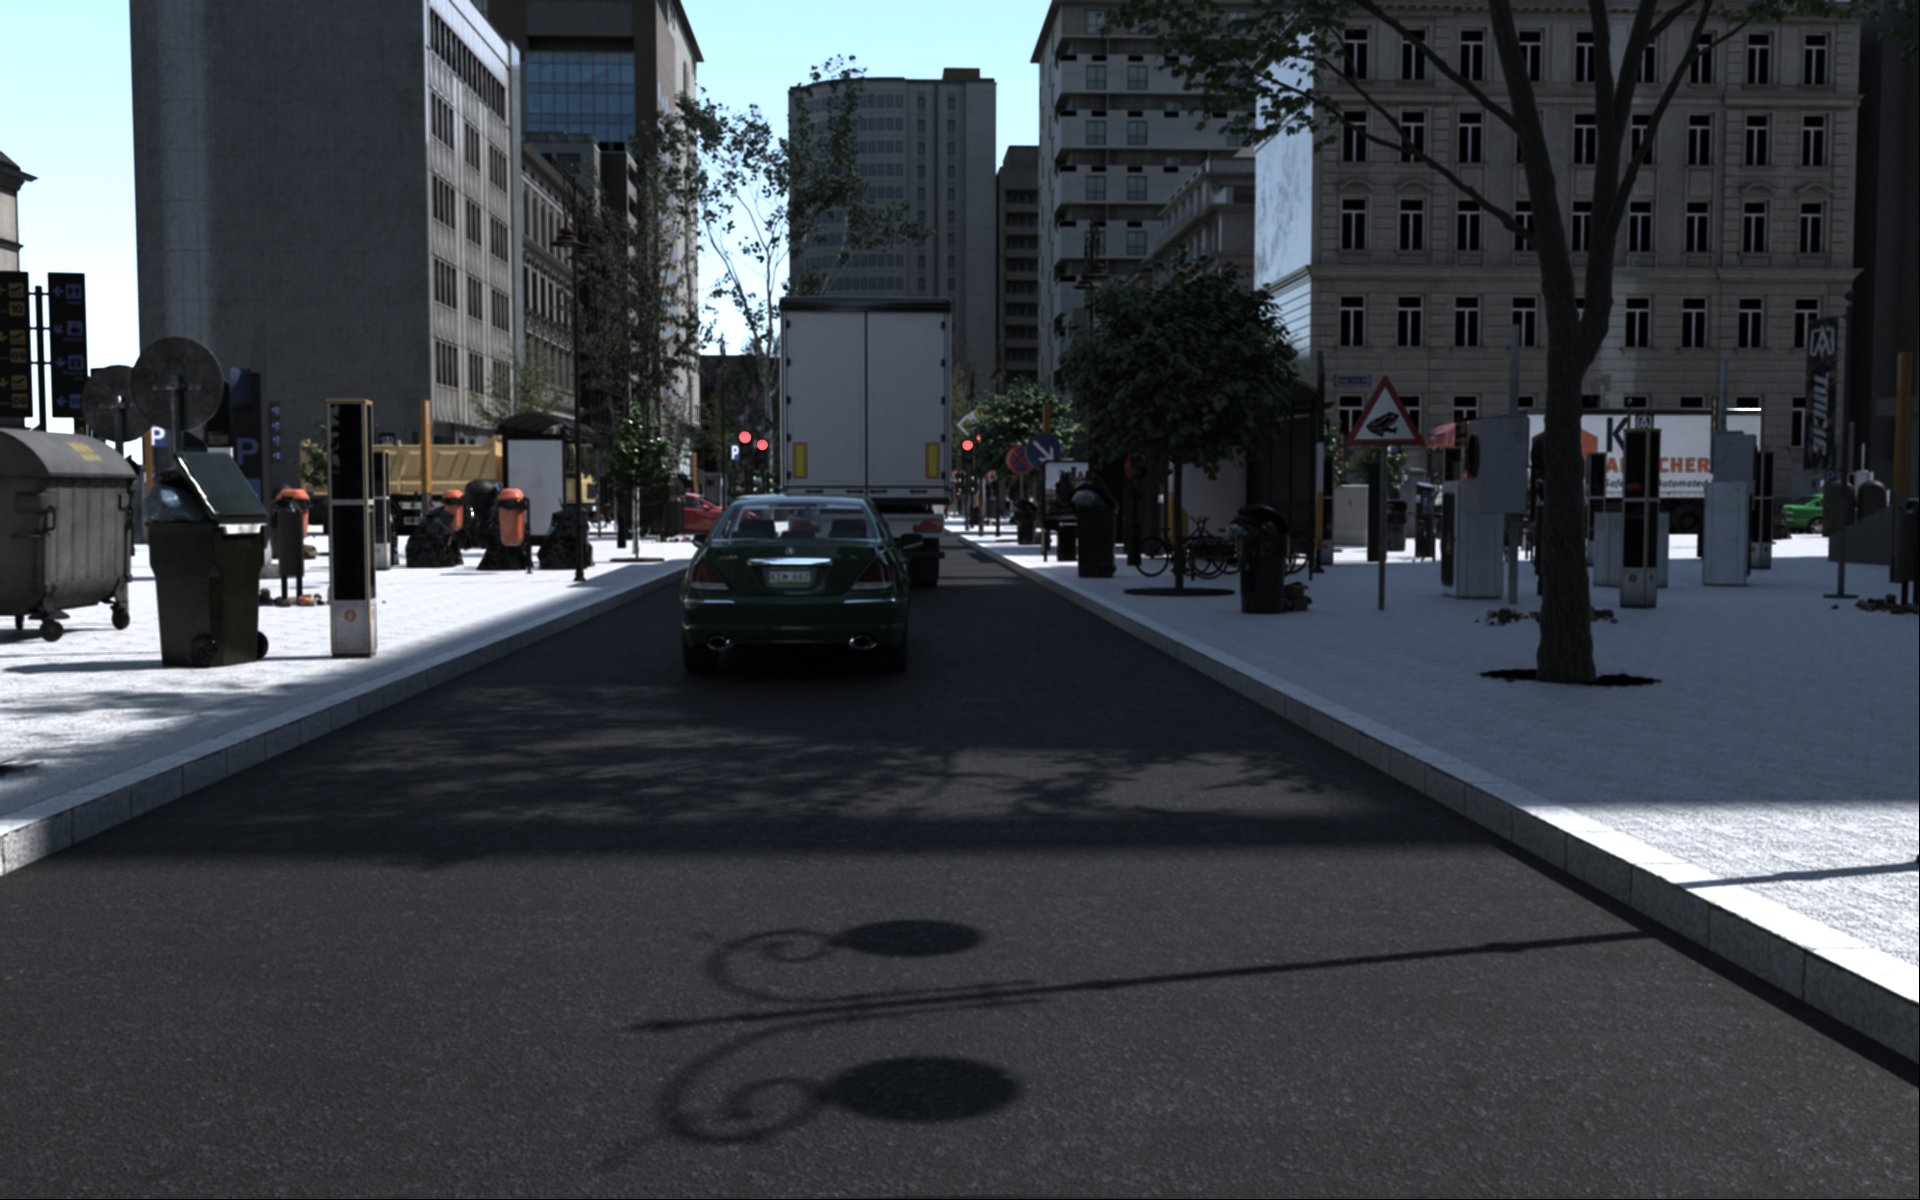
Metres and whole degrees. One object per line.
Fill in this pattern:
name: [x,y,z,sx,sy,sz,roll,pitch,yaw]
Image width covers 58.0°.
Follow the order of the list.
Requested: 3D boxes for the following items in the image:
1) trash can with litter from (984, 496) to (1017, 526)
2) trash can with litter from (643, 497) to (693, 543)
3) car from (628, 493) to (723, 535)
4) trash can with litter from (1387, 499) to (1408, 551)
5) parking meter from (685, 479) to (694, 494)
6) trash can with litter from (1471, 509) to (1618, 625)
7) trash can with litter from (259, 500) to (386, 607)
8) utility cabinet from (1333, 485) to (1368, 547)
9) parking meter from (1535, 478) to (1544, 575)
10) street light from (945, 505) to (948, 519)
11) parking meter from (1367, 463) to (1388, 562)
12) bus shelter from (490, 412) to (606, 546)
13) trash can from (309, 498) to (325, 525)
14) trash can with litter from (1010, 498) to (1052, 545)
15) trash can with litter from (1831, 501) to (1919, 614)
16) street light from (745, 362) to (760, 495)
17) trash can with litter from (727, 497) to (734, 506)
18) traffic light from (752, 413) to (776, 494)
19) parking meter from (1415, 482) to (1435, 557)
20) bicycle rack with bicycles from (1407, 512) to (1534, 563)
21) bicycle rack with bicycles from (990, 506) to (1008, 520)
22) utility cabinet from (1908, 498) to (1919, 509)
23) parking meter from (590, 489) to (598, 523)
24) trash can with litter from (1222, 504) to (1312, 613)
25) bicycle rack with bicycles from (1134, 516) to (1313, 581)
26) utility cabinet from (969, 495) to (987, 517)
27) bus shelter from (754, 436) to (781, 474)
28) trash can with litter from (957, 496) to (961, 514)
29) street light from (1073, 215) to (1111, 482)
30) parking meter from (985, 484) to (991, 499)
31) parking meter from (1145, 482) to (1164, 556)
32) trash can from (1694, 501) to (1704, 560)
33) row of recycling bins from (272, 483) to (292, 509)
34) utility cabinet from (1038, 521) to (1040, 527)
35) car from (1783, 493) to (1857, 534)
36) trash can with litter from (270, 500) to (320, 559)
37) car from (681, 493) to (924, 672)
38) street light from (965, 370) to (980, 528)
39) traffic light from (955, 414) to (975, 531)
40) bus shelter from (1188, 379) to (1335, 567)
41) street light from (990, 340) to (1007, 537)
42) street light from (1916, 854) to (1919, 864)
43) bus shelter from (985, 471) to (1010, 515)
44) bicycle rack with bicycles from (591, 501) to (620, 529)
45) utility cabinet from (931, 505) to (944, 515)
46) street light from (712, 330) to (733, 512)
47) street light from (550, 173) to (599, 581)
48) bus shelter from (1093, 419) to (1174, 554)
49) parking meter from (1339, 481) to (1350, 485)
trash can with litter: [1.681,-3.607,70.026,2.233,1.210,1.678,-3,4,-38]
trash can with litter: [-7.239,-2.146,46.145,2.233,1.210,1.678,0,4,1]
car: [-8.564,-2.819,55.133,4.494,1.783,2.155,0,4,-3]
trash can with litter: [9.790,-1.699,39.161,0.624,1.170,1.055,1,4,12]
parking meter: [-9.804,-3.477,62.559,0.399,1.863,0.255,-1,4,-19]
trash can with litter: [5.921,-0.409,17.750,2.233,1.210,1.678,-3,4,-38]
trash can with litter: [-7.927,-0.574,20.449,1.678,1.210,2.233,-3,5,-40]
utility cabinet: [9.400,-2.021,41.721,0.318,1.500,1.173,-3,5,-40]
parking meter: [9.314,-1.163,27.424,0.372,1.533,0.369,0,3,0]
street light: [-0.699,-7.084,88.610,0.468,5.910,1.993,0,4,-3]
parking meter: [7.938,-1.663,32.909,0.255,1.863,0.399,3,4,38]
bus shelter: [-10.687,-3.148,45.389,2.014,3.302,5.546,0,4,-3]
trash can: [-26.510,-3.650,71.334,0.748,1.137,0.748,0,3,0]
trash can with litter: [1.808,-1.977,43.712,0.624,1.170,1.055,3,5,45]
trash can with litter: [10.557,-0.497,19.176,1.678,1.210,2.233,1,4,16]
street light: [-7.291,-5.387,60.864,0.468,5.910,1.993,0,4,-3]
trash can with litter: [-10.134,-4.056,77.708,1.055,1.170,0.624,3,5,43]
traffic light: [-6.818,-4.357,60.150,0.839,4.253,0.868,0,4,-3]
parking meter: [9.459,-1.640,35.224,0.372,1.533,0.369,0,3,0]
bicycle rack with bicycles: [9.878,-1.215,33.251,2.852,0.926,2.925,1,4,16]
bicycle rack with bicycles: [2.716,-4.384,85.062,2.852,0.926,2.925,1,4,16]
utility cabinet: [56.216,-5.539,101.721,0.306,1.237,1.020,-1,4,-22]
parking meter: [-16.253,-4.194,76.982,0.372,1.533,0.369,0,3,0]
trash can with litter: [3.381,-0.460,18.905,0.624,1.170,1.055,3,5,40]
bicycle rack with bicycles: [4.143,-0.813,26.676,2.925,0.926,2.852,0,4,0]
utility cabinet: [0.997,-5.331,98.331,1.020,1.237,0.306,1,4,13]
bus shelter: [-12.126,-8.157,111.003,2.179,5.291,8.768,0,4,-3]
trash can with litter: [0.172,-5.999,109.471,0.624,1.170,1.055,-1,4,-8]
street light: [2.200,-3.441,29.048,0.468,5.910,1.993,0,4,-3]
parking meter: [1.592,-5.821,100.890,0.255,1.863,0.399,-3,5,-42]
parking meter: [4.024,-1.676,35.806,0.372,1.533,0.369,0,3,0]
trash can: [14.597,-1.337,33.506,0.748,1.137,0.748,0,3,0]
row of recycling bins: [-27.533,-3.657,66.904,3.534,1.692,1.069,0,4,-3]
utility cabinet: [3.368,-3.418,67.053,1.020,1.237,0.306,1,4,9]
car: [29.390,-2.977,57.473,4.718,1.807,1.959,0,4,-1]
trash can with litter: [-13.183,-1.401,34.296,1.055,1.170,0.624,1,4,16]
car: [-1.373,-0.220,15.401,2.131,1.459,4.920,0,4,-2]
street light: [0.454,-5.627,64.787,0.468,5.910,1.993,0,4,-3]
traffic light: [0.234,-4.379,60.511,0.839,4.253,0.868,0,4,-3]
bus shelter: [5.318,-2.368,32.644,2.014,3.302,5.546,0,4,-3]
street light: [1.147,-4.857,52.196,0.468,5.910,1.993,0,4,-3]
street light: [3.418,-2.021,5.825,0.468,5.910,1.993,0,4,-3]
bus shelter: [2.429,-6.958,107.686,2.014,3.302,5.546,0,4,-3]
bicycle rack with bicycles: [-11.910,-3.125,64.481,2.925,0.926,2.852,1,4,13]
utility cabinet: [-1.358,-5.471,100.614,0.306,1.237,1.020,3,5,41]
street light: [-6.690,-4.660,48.978,0.468,5.910,1.993,0,4,-3]
street light: [-5.607,-3.215,25.353,0.468,5.910,1.993,0,4,-3]
bus shelter: [3.838,-2.971,39.857,1.731,3.624,6.357,0,4,-3]
parking meter: [15.861,-4.018,71.408,0.399,1.863,0.255,3,5,40]
